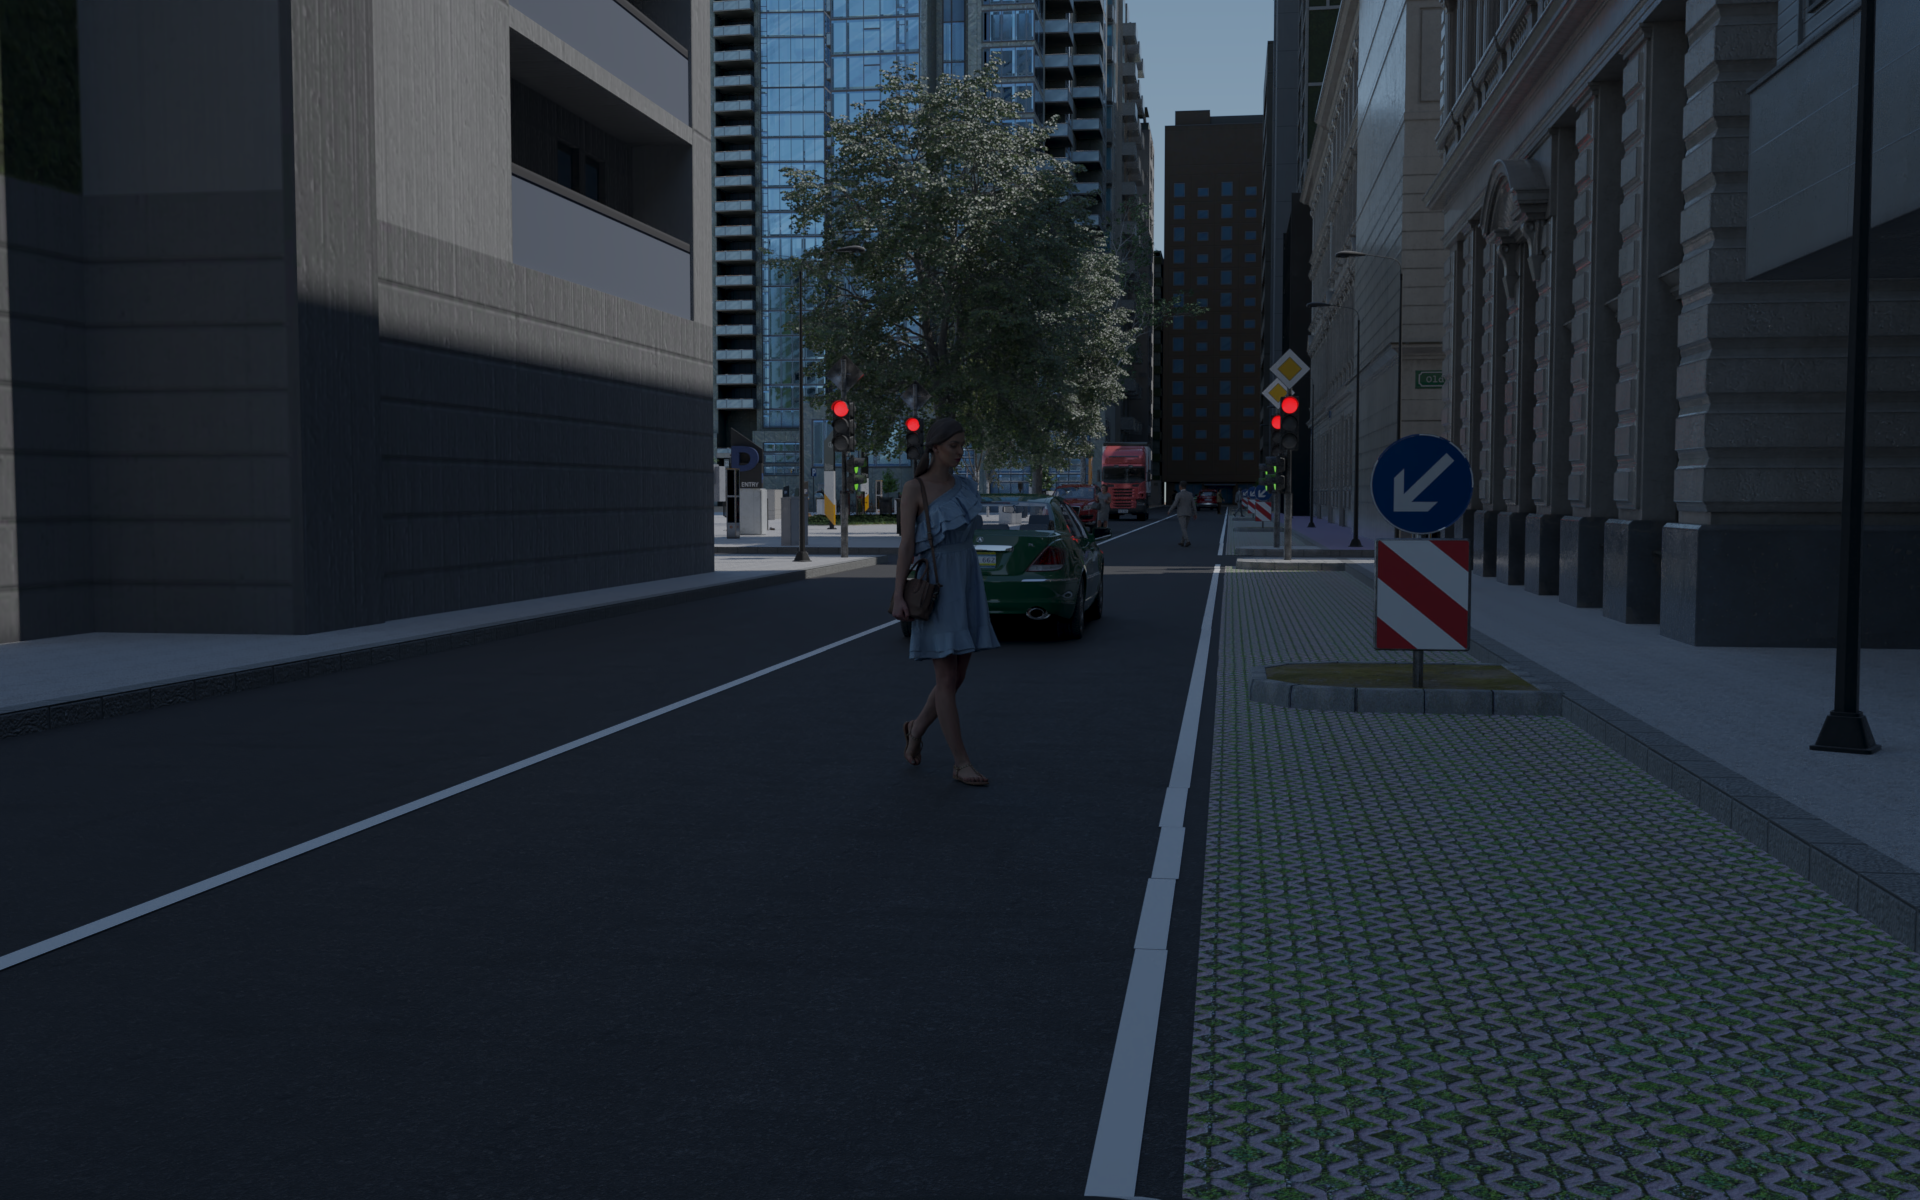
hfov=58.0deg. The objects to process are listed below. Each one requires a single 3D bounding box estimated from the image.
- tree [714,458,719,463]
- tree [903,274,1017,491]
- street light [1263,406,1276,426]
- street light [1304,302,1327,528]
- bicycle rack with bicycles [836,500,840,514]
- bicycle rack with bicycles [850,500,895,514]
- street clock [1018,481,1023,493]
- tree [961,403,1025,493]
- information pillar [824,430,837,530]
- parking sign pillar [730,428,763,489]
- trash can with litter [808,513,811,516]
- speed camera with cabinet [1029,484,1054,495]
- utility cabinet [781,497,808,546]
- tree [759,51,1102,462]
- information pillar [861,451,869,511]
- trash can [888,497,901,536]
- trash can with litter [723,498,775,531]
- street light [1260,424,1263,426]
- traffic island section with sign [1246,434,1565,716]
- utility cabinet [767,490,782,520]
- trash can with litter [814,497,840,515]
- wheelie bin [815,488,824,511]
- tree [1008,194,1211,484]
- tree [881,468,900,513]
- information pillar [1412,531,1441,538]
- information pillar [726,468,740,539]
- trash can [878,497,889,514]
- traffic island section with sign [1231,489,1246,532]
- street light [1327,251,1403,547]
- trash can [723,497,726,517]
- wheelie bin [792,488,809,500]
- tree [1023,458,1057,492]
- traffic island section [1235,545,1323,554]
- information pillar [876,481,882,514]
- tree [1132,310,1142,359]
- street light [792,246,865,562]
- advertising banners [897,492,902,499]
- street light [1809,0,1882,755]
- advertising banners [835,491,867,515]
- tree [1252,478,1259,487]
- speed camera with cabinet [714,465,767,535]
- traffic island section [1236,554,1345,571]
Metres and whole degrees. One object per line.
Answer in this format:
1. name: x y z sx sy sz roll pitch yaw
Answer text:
1. tree: -14.495 -6.615 91.869 4.285 4.588 4.351 0 3 0
2. tree: 0.379 -6.538 57.257 4.737 8.622 4.395 0 3 0
3. street light: 16.878 -7.262 91.279 1.470 5.913 1.316 1 4 9
4. street light: 9.080 -4.248 41.994 1.470 5.913 1.316 1 4 9
5. bicycle rack with bicycles: -7.666 -5.933 110.384 2.925 0.926 2.852 2 4 30
6. bicycle rack with bicycles: -4.985 -5.468 102.790 2.925 0.926 2.852 1 4 11
7. street clock: 3.450 -5.785 99.151 0.358 2.002 0.471 1 4 9
8. tree: 1.793 -8.944 96.593 4.360 8.622 3.978 0 3 0
9. information pillar: -4.709 -4.367 62.750 0.504 3.616 0.183 3 5 39
10. parking sign pillar: -8.643 -4.998 70.194 1.447 3.967 1.447 0 4 2
11. trash can with litter: -8.815 -5.146 95.528 0.624 1.170 1.055 -2 4 -26
12. speed camera with cabinet: 4.880 -6.517 100.892 0.660 3.252 2.038 3 5 44
13. utility cabinet: -4.149 -1.971 43.393 0.306 1.237 1.020 1 4 20
14. tree: -0.531 -8.740 49.554 9.857 13.997 8.962 0 3 0
15. information pillar: -5.038 -6.111 91.270 0.504 3.616 0.183 -3 5 -41
16. trash can: -1.638 -2.522 52.894 0.748 1.137 0.748 0 3 0
17. trash can with litter: -7.410 -3.059 61.072 2.233 1.210 1.678 -2 4 -32
18. street light: 20.669 -8.740 115.441 1.470 5.913 1.316 1 4 9
19. traffic island section with sign: 3.048 -0.217 12.174 1.989 1.847 2.006 1 4 9
20. utility cabinet: -9.518 -4.871 88.324 0.318 1.500 1.173 2 4 28
21. trash can with litter: -7.658 -5.369 98.840 2.233 1.210 1.678 1 4 17
22. wheelie bin: -6.920 -4.833 86.931 0.693 1.594 0.980 0 4 3
23. tree: 8.986 -15.484 109.052 12.611 20.169 13.585 0 3 0
24. tree: -4.980 -7.531 117.727 1.663 3.219 1.824 0 3 0
25. information pillar: 6.489 -1.198 24.077 0.304 2.012 0.304 3 5 45
26. information pillar: -6.518 -2.768 49.744 0.304 2.012 0.304 1 4 16
27. trash can: -3.534 -4.332 82.482 0.748 1.137 0.748 0 3 0
28. traffic island section with sign: 11.440 -3.512 66.056 1.989 1.847 2.006 1 4 9
29. street light: 7.862 -3.709 33.182 1.470 5.913 1.316 1 4 9
30. trash can: -12.695 -5.097 94.984 0.748 1.137 0.748 0 3 0
31. wheelie bin: -8.379 -5.091 91.151 0.980 1.594 0.693 1 4 11
32. tree: 4.244 -5.770 88.939 1.663 3.219 1.824 0 3 0
33. traffic island section: 7.612 -1.177 41.531 2.009 0.180 2.903 1 4 9
34. information pillar: -4.383 -5.463 93.811 0.304 2.012 0.304 0 4 7
35. tree: 3.482 -10.590 79.802 9.857 13.997 8.962 0 3 0
36. street light: -2.465 -3.676 32.638 1.470 5.913 1.316 1 4 9
37. advertising banners: -3.198 -7.310 115.709 2.074 3.025 0.090 -1 4 -13
38. street light: 3.914 -2.206 8.610 1.470 5.913 1.316 1 4 9
39. advertising banners: -5.110 -4.967 77.403 2.074 3.025 0.090 1 4 23
40. tree: 33.271 -12.081 192.126 1.663 3.219 1.824 0 3 0
41. speed camera with cabinet: -7.099 -3.663 54.233 2.038 3.252 0.660 1 4 12
42. traffic island section: 6.382 -0.695 33.641 2.009 0.180 2.903 1 4 9
